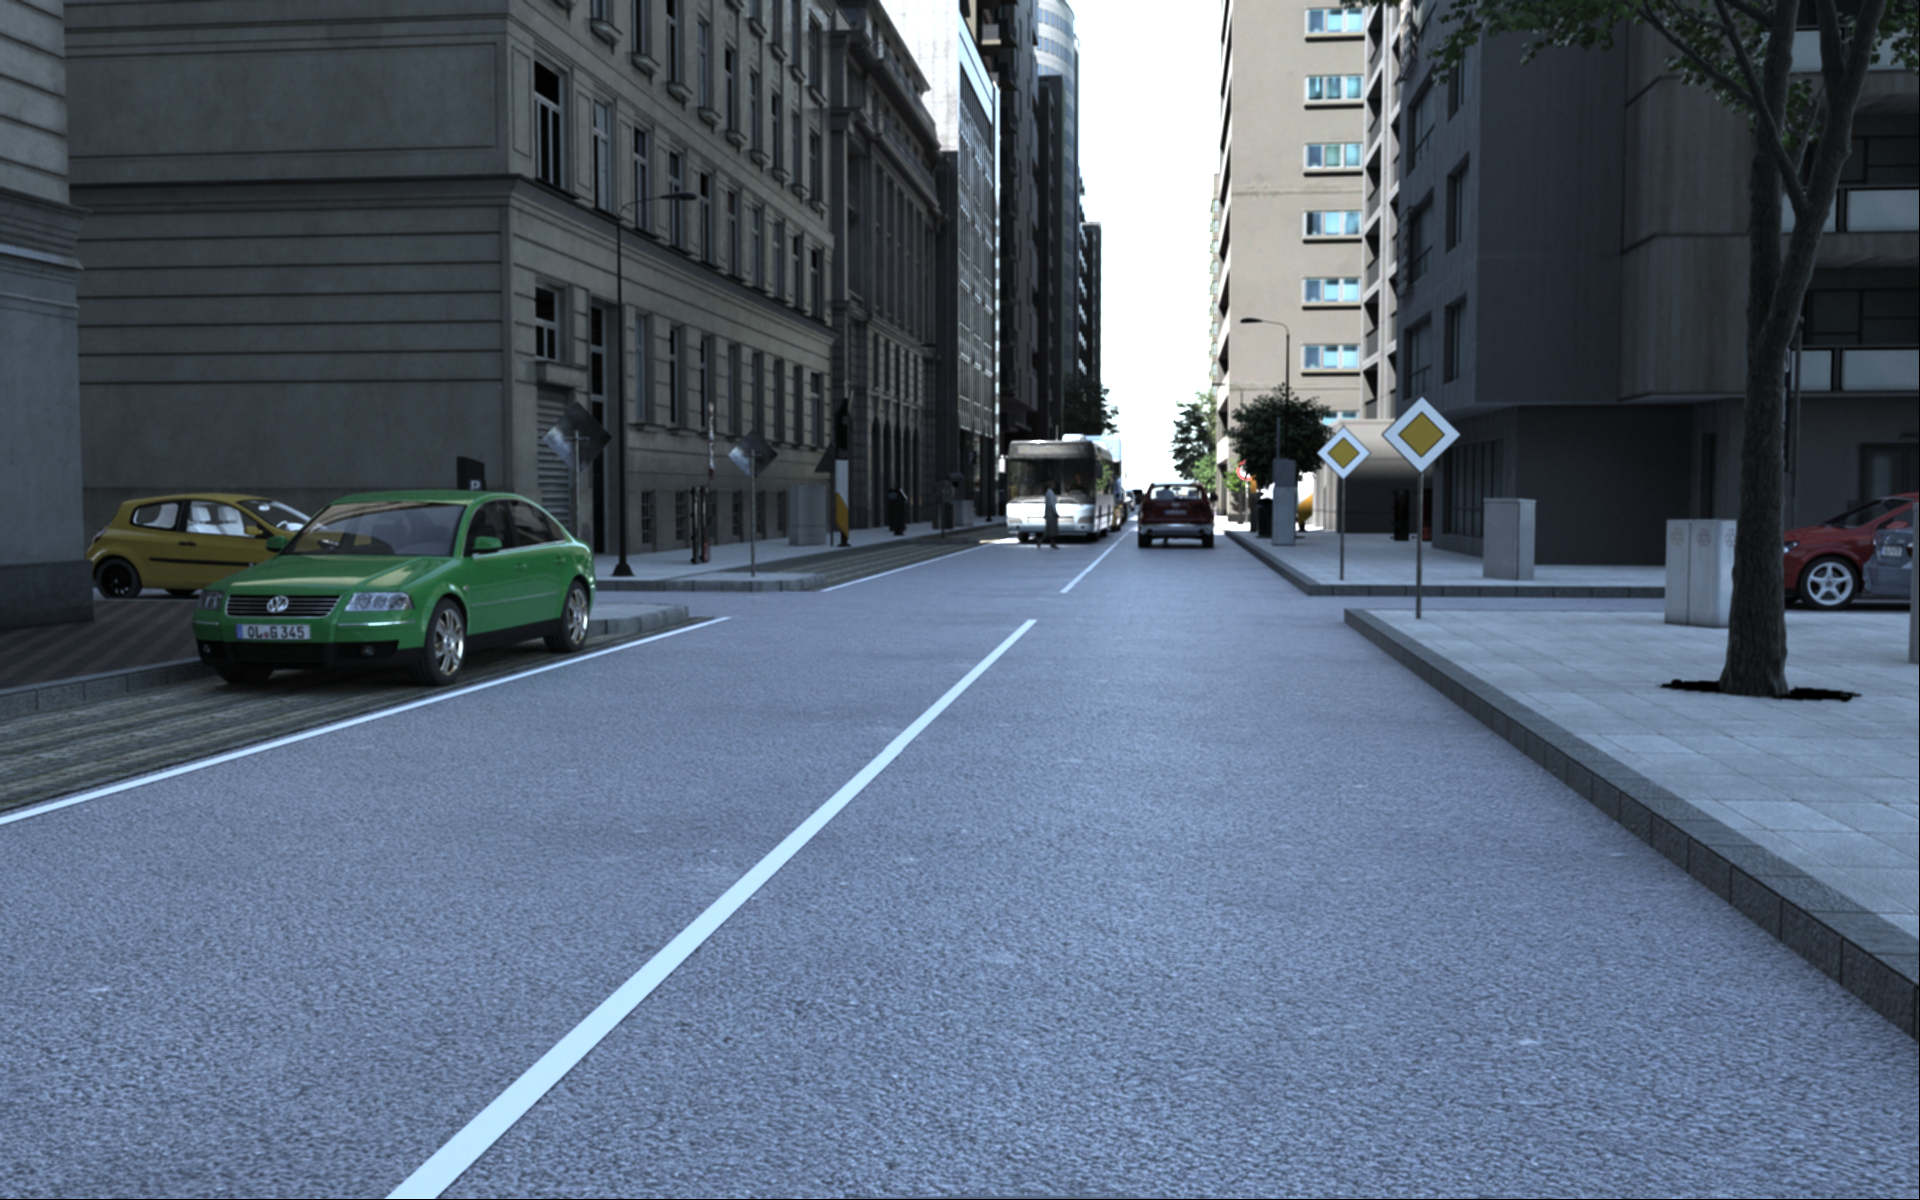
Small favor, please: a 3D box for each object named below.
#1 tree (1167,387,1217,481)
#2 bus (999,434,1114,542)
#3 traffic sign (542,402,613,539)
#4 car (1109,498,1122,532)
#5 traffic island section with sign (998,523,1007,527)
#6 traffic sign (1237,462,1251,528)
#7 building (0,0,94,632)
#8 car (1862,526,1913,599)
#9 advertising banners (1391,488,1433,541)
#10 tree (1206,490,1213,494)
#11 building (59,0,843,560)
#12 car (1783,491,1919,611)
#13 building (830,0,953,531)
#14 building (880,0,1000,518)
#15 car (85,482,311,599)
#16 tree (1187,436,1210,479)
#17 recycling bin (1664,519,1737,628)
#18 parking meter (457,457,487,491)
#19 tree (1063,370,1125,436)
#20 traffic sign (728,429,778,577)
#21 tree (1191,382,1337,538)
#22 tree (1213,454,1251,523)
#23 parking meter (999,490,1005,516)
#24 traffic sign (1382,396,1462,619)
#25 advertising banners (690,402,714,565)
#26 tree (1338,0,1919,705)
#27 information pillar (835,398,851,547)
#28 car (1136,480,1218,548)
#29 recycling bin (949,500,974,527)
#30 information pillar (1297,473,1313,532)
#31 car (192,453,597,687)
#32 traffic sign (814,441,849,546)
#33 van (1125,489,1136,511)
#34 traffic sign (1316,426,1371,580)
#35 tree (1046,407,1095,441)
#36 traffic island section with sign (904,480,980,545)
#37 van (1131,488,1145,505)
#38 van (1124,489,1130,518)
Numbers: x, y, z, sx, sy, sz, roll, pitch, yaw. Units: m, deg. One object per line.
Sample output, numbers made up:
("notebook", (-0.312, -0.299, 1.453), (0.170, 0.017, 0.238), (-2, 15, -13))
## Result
("tree", (25.359, -16.170, 182.509), (7.486, 12.596, 7.792), (0, 3, 0))
("bus", (3.334, -3.689, 55.180), (2.948, 3.499, 13.247), (0, 4, 7))
("traffic sign", (-4.162, -0.930, 18.851), (0.795, 2.450, 0.064), (0, 4, 7))
("car", (5.278, -3.460, 66.795), (2.015, 1.641, 3.980), (1, 4, 9))
("traffic island section with sign", (2.764, -4.141, 76.335), (1.989, 1.847, 2.006), (0, 4, 7))
("traffic sign", (10.721, -3.951, 64.700), (0.768, 2.556, 0.104), (1, 4, 11))
("building", (-18.193, -10.042, 13.338), (18.267, 20.994, 9.793), (0, 4, 7))
("car", (12.689, -0.457, 19.468), (4.499, 1.417, 2.014), (0, 4, 6))
("advertising banners", (12.626, -3.106, 46.977), (0.090, 3.025, 2.074), (-3, 5, -43))
("tree", (20.504, -8.739, 137.483), (1.663, 3.219, 1.824), (0, 3, 0))
("building", (-13.163, -12.897, 44.154), (16.112, 22.955, 30.059), (0, 4, 7))
("car", (12.036, -0.784, 21.862), (4.494, 1.783, 2.155), (0, 4, 7))
("building", (-8.364, -14.007, 70.810), (13.314, 21.916, 24.055), (0, 4, 7))
("building", (-4.856, -16.790, 92.542), (12.078, 24.808, 19.932), (0, 4, 7))
("car", (-9.798, -0.827, 23.747), (3.980, 1.641, 2.015), (0, 4, 6))
("tree", (29.133, -15.898, 210.286), (4.737, 8.622, 4.395), (0, 3, 0))
("recycling bin", (7.428, -0.269, 16.951), (0.722, 1.027, 0.722), (-1, 4, -19))
("parking meter", (-7.680, -1.318, 27.268), (0.255, 1.863, 0.399), (3, 5, 43))
("tree", (12.108, -16.603, 178.111), (9.857, 13.997, 8.962), (0, 3, 0))
("traffic sign", (-3.203, -1.415, 26.779), (0.795, 2.450, 0.064), (0, 4, 7))
("tree", (9.324, -4.095, 50.670), (4.285, 4.588, 4.351), (0, 3, 0))
("tree", (12.628, -5.130, 78.471), (1.663, 3.219, 1.824), (0, 3, 0))
("parking meter", (2.453, -5.682, 101.308), (0.372, 1.533, 0.369), (0, 3, 0))
("traffic sign", (4.715, -0.863, 17.760), (0.795, 2.450, 0.064), (0, 4, 7))
("advertising banners", (-4.787, -2.212, 32.360), (0.090, 3.025, 2.074), (0, 4, 3))
("tree", (5.282, -5.198, 10.750), (9.928, 11.665, 9.643), (0, 3, 0))
("information pillar", (-2.859, -3.098, 42.005), (0.183, 3.616, 0.504), (2, 4, 27))
("car", (5.976, -2.393, 47.797), (2.281, 1.827, 5.304), (0, 4, 8))
("recycling bin", (0.061, -3.442, 68.835), (0.722, 1.027, 0.722), (3, 5, 40))
("information pillar", (11.680, -4.113, 58.595), (0.504, 3.616, 0.183), (1, 4, 18))
("car", (-4.480, -0.338, 14.327), (1.959, 1.807, 4.718), (0, 4, 7))
("traffic sign", (-3.159, -2.608, 42.640), (0.884, 2.594, 0.081), (1, 4, 10))
("van", (14.116, -8.655, 148.526), (2.013, 2.044, 4.112), (0, 4, 7))
("traffic sign", (5.674, -1.348, 25.688), (0.795, 2.450, 0.064), (0, 4, 7))
("tree", (9.406, -11.981, 146.243), (4.737, 8.622, 4.395), (0, 3, 0))
("traffic island section with sign", (-0.476, -2.504, 49.574), (1.989, 1.847, 2.006), (0, 4, 7))
("van", (18.934, -11.175, 187.099), (2.240, 2.365, 5.245), (0, 4, 8))
("van", (9.289, -5.968, 104.590), (2.013, 2.044, 4.112), (0, 4, 7))
